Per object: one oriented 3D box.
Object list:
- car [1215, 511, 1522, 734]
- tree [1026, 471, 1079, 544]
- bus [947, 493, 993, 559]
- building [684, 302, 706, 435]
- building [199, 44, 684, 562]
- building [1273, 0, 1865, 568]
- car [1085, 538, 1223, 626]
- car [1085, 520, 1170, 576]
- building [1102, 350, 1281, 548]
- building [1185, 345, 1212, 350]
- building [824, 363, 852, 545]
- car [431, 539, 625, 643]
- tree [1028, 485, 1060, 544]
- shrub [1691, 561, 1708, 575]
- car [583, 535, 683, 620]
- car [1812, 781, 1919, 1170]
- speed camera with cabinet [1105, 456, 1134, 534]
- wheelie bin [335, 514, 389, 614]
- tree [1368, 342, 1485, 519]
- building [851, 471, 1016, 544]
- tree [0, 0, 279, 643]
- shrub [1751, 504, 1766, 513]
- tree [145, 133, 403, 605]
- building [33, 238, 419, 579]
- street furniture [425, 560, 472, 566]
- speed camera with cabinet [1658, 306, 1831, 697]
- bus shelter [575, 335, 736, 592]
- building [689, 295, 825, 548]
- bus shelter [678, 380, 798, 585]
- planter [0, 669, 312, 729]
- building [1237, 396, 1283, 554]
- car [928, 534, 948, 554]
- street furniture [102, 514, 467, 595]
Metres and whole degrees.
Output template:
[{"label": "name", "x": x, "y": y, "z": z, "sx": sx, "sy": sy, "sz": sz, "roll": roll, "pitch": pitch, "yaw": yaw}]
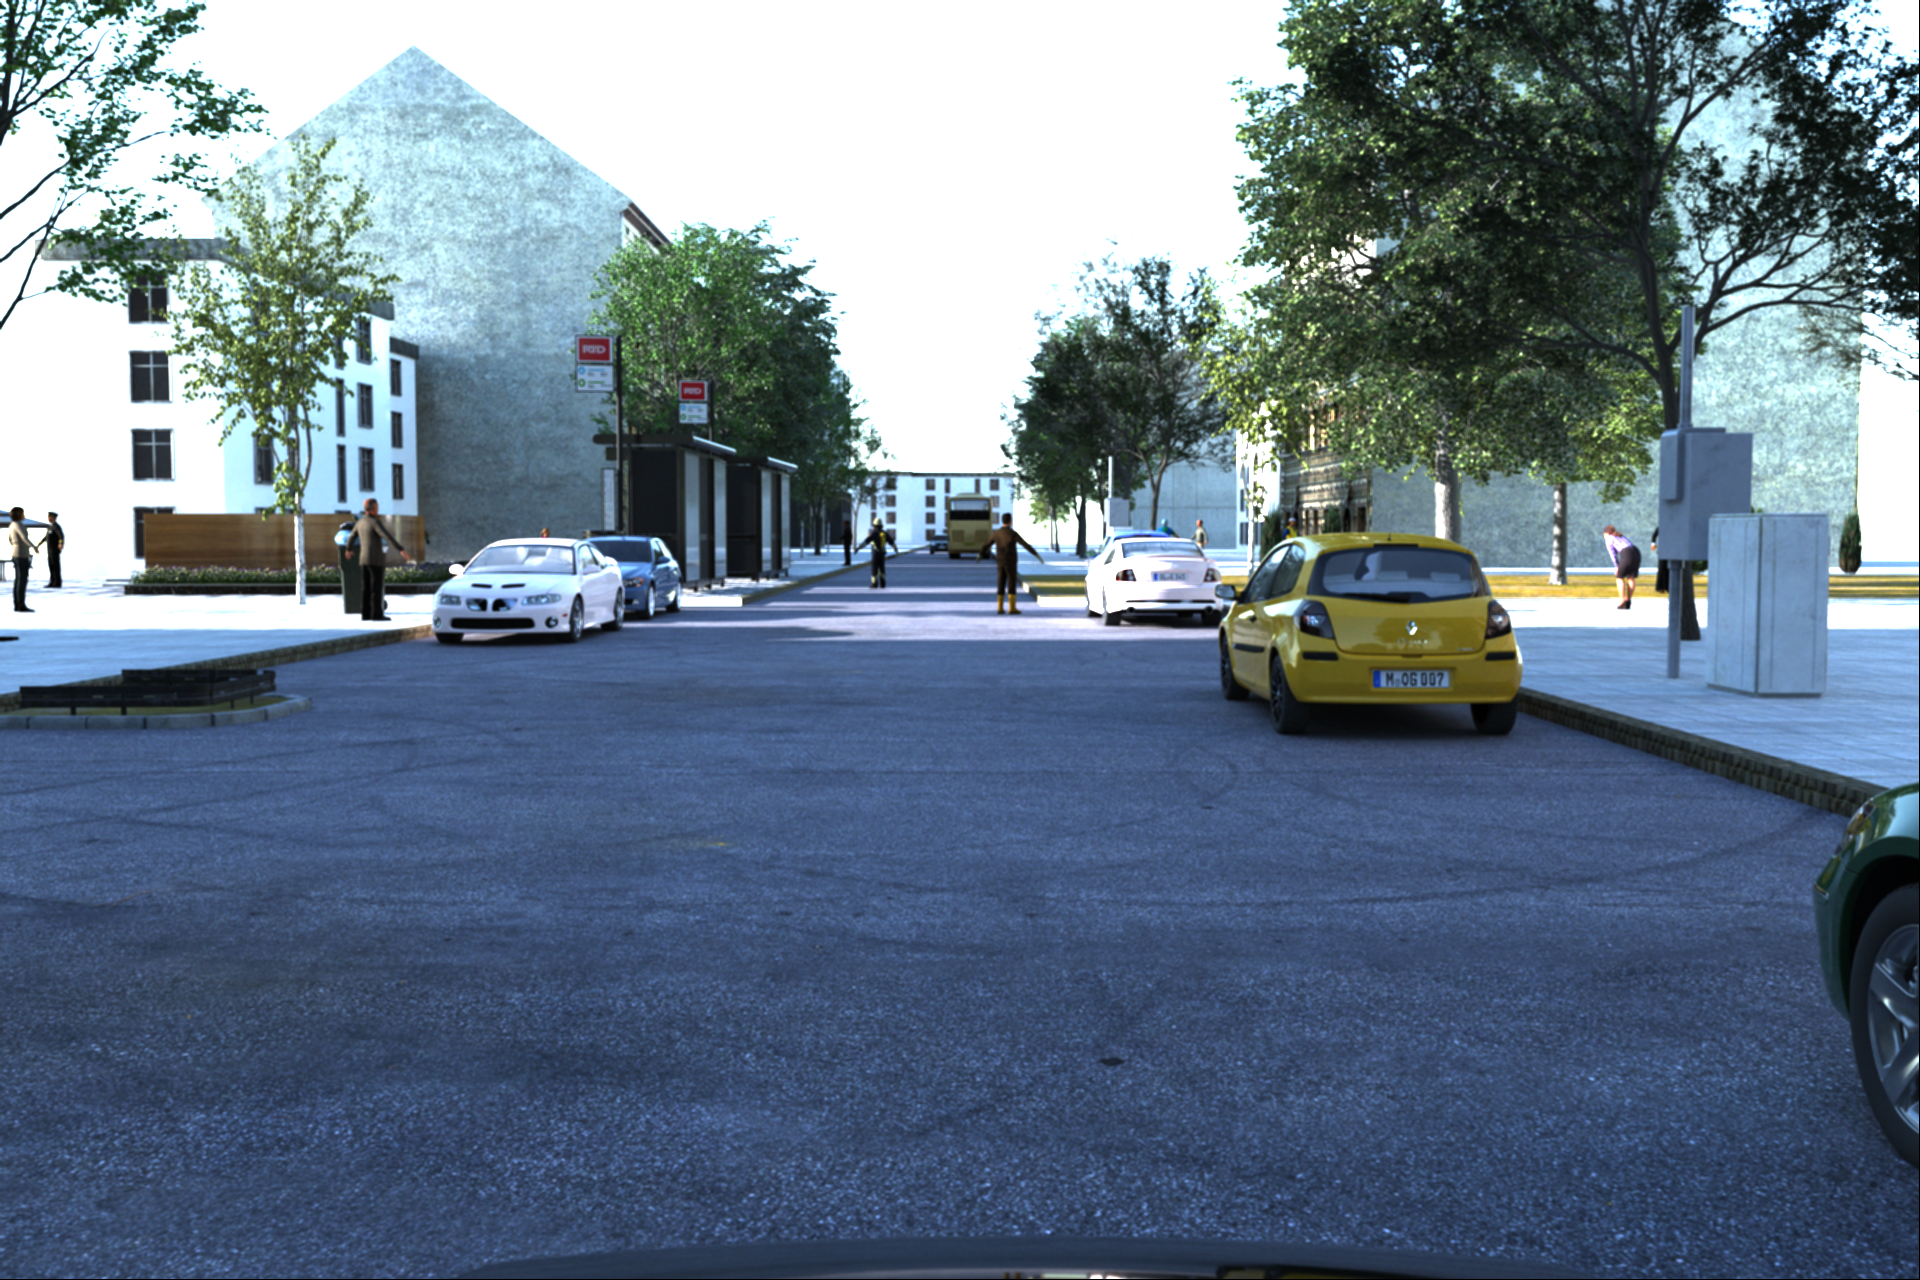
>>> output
[{"label": "car", "x": 3.118, "y": -0.220, "z": 13.818, "sx": 2.015, "sy": 1.641, "sz": 3.980, "roll": 0, "pitch": 4, "yaw": 0}, {"label": "tree", "x": 12.578, "y": -19.143, "z": 231.111, "sx": 7.486, "sy": 12.596, "sz": 7.792, "roll": 0, "pitch": 3, "yaw": 0}, {"label": "bus", "x": 0.580, "y": -6.787, "z": 102.517, "sx": 2.896, "sy": 3.916, "sz": 12.252, "roll": 0, "pitch": 4, "yaw": 0}, {"label": "building", "x": -27.285, "y": -15.058, "z": 112.649, "sx": 16.747, "sy": 18.905, "sz": 31.486, "roll": 0, "pitch": 4, "yaw": 0}, {"label": "building", "x": -24.572, "y": -15.684, "z": 87.366, "sx": 19.493, "sy": 23.208, "sz": 18.063, "roll": 0, "pitch": 4, "yaw": 0}, {"label": "building", "x": 24.731, "y": -14.871, "z": 74.068, "sx": 19.493, "sy": 23.208, "sz": 18.063, "roll": 0, "pitch": 3, "yaw": 0}, {"label": "car", "x": 3.137, "y": -0.984, "z": 28.455, "sx": 2.083, "sy": 1.381, "sz": 4.827, "roll": 0, "pitch": 4, "yaw": -1}, {"label": "car", "x": 3.454, "y": -1.505, "z": 34.192, "sx": 1.945, "sy": 1.707, "sz": 3.694, "roll": 0, "pitch": 4, "yaw": 0}, {"label": "building", "x": 23.911, "y": -18.881, "z": 175.159, "sx": 16.747, "sy": 18.905, "sz": 31.486, "roll": 0, "pitch": 4, "yaw": 1}, {"label": "building", "x": 26.927, "y": -22.882, "z": 205.056, "sx": 19.493, "sy": 23.208, "sz": 18.063, "roll": 0, "pitch": 4, "yaw": 1}, {"label": "building", "x": -27.989, "y": -22.043, "z": 204.380, "sx": 27.936, "sy": 21.610, "sz": 32.646, "roll": 0, "pitch": 4, "yaw": 1}, {"label": "car", "x": -5.958, "y": -0.732, "z": 24.334, "sx": 2.083, "sy": 1.381, "sz": 4.827, "roll": 0, "pitch": 4, "yaw": 0}, {"label": "tree", "x": 10.995, "y": -16.794, "z": 224.947, "sx": 4.737, "sy": 8.622, "sz": 4.395, "roll": 0, "pitch": 3, "yaw": 0}, {"label": "shrub", "x": 22.723, "y": -3.023, "z": 53.848, "sx": 1.690, "sy": 2.028, "sz": 1.600, "roll": 0, "pitch": 3, "yaw": 0}, {"label": "car", "x": -6.007, "y": -1.130, "z": 30.471, "sx": 2.014, "sy": 1.417, "sz": 4.499, "roll": 0, "pitch": 4, "yaw": 0}, {"label": "car", "x": 3.054, "y": 0.573, "z": 2.429, "sx": 2.131, "sy": 1.459, "sz": 4.920, "roll": 0, "pitch": 4, "yaw": 0}, {"label": "speed camera with cabinet", "x": 4.025, "y": -3.009, "z": 43.530, "sx": 0.660, "sy": 3.252, "sz": 2.038, "roll": 0, "pitch": 4, "yaw": 1}, {"label": "wheelie bin", "x": -9.681, "y": -1.230, "z": 28.021, "sx": 0.693, "sy": 1.594, "sz": 0.980, "roll": 0, "pitch": 4, "yaw": 0}, {"label": "tree", "x": 14.490, "y": -6.199, "z": 51.714, "sx": 4.737, "sy": 8.622, "sz": 4.395, "roll": 0, "pitch": 3, "yaw": 0}, {"label": "building", "x": -6.661, "y": -17.473, "z": 230.289, "sx": 28.070, "sy": 9.664, "sz": 9.099, "roll": 0, "pitch": 4, "yaw": -5}, {"label": "tree", "x": -12.003, "y": -5.791, "z": 20.445, "sx": 9.928, "sy": 11.665, "sz": 9.643, "roll": 0, "pitch": 3, "yaw": 0}, {"label": "shrub", "x": 17.604, "y": -2.132, "z": 38.896, "sx": 1.661, "sy": 2.075, "sz": 1.752, "roll": 0, "pitch": 3, "yaw": 0}, {"label": "tree", "x": -12.165, "y": -4.936, "z": 31.067, "sx": 4.737, "sy": 8.622, "sz": 4.395, "roll": 0, "pitch": 3, "yaw": 0}, {"label": "building", "x": -25.161, "y": -7.412, "z": 63.341, "sx": 9.099, "sy": 9.664, "sz": 28.070, "roll": 0, "pitch": 4, "yaw": 1}, {"label": "street furniture", "x": -14.724, "y": -2.160, "z": 50.948, "sx": 5.734, "sy": 0.657, "sz": 10.072, "roll": -3, "pitch": 5, "yaw": -45}, {"label": "speed camera with cabinet", "x": 6.525, "y": -1.232, "z": 14.483, "sx": 0.660, "sy": 3.252, "sz": 2.038, "roll": 0, "pitch": 3, "yaw": 0}, {"label": "bus shelter", "x": -6.603, "y": -3.672, "z": 37.663, "sx": 2.179, "sy": 5.291, "sz": 8.768, "roll": 0, "pitch": 4, "yaw": 1}, {"label": "building", "x": -28.092, "y": -19.387, "z": 160.955, "sx": 27.936, "sy": 21.610, "sz": 32.646, "roll": 0, "pitch": 4, "yaw": 1}, {"label": "bus shelter", "x": -6.137, "y": -4.293, "z": 47.819, "sx": 2.179, "sy": 5.291, "sz": 8.768, "roll": 0, "pitch": 4, "yaw": 2}, {"label": "planter", "x": -6.310, "y": 0.454, "z": 13.714, "sx": 1.991, "sy": 0.319, "sz": 1.994, "roll": 0, "pitch": 4, "yaw": 0}, {"label": "building", "x": 23.291, "y": -9.978, "z": 105.284, "sx": 9.099, "sy": 9.664, "sz": 28.070, "roll": 0, "pitch": 4, "yaw": 1}, {"label": "car", "x": -1.285, "y": -7.017, "z": 124.511, "sx": 2.009, "sy": 1.686, "sz": 4.222, "roll": 0, "pitch": 4, "yaw": 0}, {"label": "street furniture", "x": -14.366, "y": -1.955, "z": 38.816, "sx": 11.010, "sy": 1.723, "sz": 9.812, "roll": 0, "pitch": 4, "yaw": -3}]
